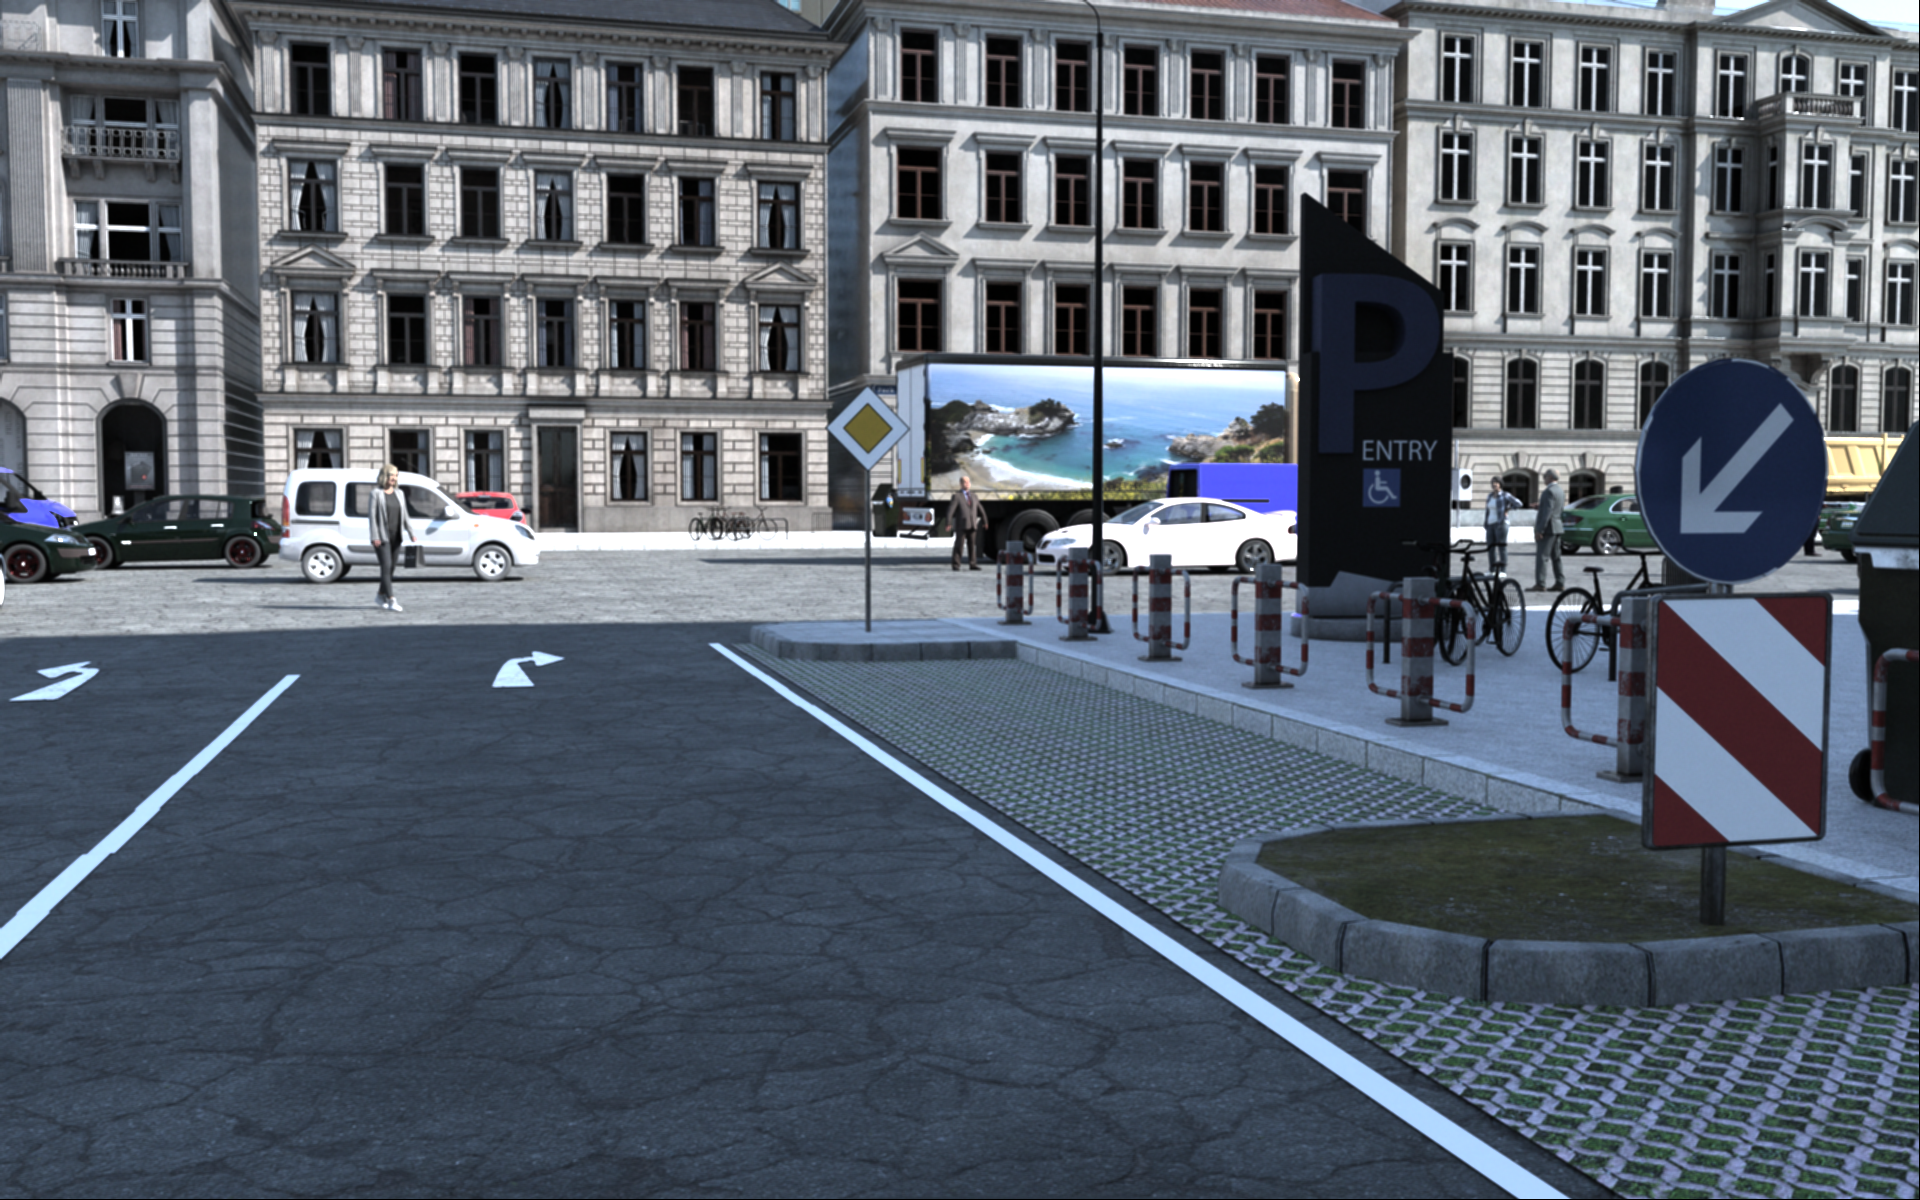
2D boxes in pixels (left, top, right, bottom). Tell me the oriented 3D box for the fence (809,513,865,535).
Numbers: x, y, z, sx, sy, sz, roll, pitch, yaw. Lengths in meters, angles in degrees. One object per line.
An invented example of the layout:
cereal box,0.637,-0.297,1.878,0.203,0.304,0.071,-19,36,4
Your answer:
fence,-3.887,-2.434,55.169,2.069,0.683,0.278,2,4,31

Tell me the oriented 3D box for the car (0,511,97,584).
car,-16.315,-1.114,27.995,4.222,1.686,2.009,-1,4,-16

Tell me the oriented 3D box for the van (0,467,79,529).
van,-21.150,-1.927,35.885,5.245,2.365,2.240,-1,4,-14

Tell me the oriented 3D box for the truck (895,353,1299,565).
truck,4.364,-2.942,37.015,11.283,4.237,2.839,-1,4,-16

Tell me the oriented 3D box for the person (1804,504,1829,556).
person,19.836,-1.891,40.131,0.504,1.737,0.576,0,4,2

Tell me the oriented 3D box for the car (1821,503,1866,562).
car,20.564,-1.504,36.388,4.920,1.459,2.131,-1,4,-15

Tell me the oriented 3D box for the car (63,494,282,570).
car,-15.293,-1.455,33.570,4.222,1.686,2.009,-1,4,-15

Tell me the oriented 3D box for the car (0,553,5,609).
car,-12.156,-0.458,19.486,2.014,1.417,4.499,-1,4,-16

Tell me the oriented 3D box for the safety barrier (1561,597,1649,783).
safety barrier,3.049,0.397,7.780,0.300,0.817,1.120,-1,4,-15

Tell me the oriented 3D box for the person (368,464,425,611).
person,-7.039,-0.785,21.513,0.728,1.800,0.709,3,5,41

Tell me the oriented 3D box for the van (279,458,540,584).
van,-9.073,-1.326,28.697,4.112,2.044,2.013,-1,4,-14

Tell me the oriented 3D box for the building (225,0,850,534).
building,-14.322,-11.975,60.422,19.286,19.102,10.561,-1,4,-15

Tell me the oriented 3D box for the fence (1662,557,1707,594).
fence,7.255,-0.117,17.288,0.278,0.683,2.069,2,4,35

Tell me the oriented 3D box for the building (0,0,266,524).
building,-35.419,-13.061,55.347,24.055,21.916,13.314,-1,4,-15

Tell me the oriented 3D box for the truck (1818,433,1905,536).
truck,23.563,-3.232,48.775,9.791,3.379,3.469,-1,4,-15

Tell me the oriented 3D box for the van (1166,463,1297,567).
van,6.826,-1.878,35.096,5.245,2.365,2.240,-1,4,-15

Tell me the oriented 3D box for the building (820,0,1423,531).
building,5.074,-14.060,66.033,21.152,22.565,11.583,-1,4,-15

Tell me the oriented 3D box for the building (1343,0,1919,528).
building,31.723,-15.617,74.424,34.723,24.649,14.460,-1,4,-15

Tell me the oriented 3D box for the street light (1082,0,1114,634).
street light,0.748,-2.643,15.760,1.470,5.913,1.316,-1,4,-15

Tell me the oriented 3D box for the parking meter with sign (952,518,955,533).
parking meter with sign,-0.044,-3.764,57.805,0.543,3.016,1.738,-2,4,-34

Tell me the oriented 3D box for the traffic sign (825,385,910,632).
traffic sign,-0.859,-0.761,16.084,0.795,2.450,0.064,-1,4,-15

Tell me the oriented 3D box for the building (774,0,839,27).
building,-9.969,-31.622,140.722,21.300,48.544,21.600,-1,4,-15

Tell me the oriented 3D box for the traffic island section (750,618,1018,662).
traffic island section,-0.838,0.374,16.167,2.009,0.180,2.903,-1,4,-15

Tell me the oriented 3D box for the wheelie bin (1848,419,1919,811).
wheelie bin,4.057,0.057,6.970,0.693,1.594,0.980,-1,4,-19

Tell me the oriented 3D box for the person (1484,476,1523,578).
person,9.262,-1.259,29.801,0.376,1.734,0.841,-1,4,-20

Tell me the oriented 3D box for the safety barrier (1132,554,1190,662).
safety barrier,1.542,0.057,13.339,0.300,0.817,1.120,-1,4,-15

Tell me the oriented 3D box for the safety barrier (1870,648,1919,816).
safety barrier,3.551,0.512,5.911,0.300,0.817,1.120,-1,4,-15

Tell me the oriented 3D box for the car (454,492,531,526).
car,-10.737,-1.833,39.005,2.155,1.783,4.494,-1,4,-16

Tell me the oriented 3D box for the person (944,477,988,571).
person,0.141,-1.431,32.457,0.990,1.755,0.434,-2,4,-31

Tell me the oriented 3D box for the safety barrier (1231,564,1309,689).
safety barrier,2.043,0.171,11.480,0.300,0.817,1.120,-1,4,-15

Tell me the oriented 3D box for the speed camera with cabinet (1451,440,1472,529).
speed camera with cabinet,17.603,-4.174,62.583,2.038,3.252,0.660,-2,4,-34

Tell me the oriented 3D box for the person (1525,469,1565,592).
person,8.613,-1.030,25.519,0.590,1.801,0.661,3,4,39

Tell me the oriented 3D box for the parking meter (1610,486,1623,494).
parking meter,20.420,-2.784,53.930,0.372,1.533,0.369,0,3,0

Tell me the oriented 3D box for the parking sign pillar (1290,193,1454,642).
parking sign pillar,3.727,-1.657,15.561,1.447,3.967,1.447,0,4,-5

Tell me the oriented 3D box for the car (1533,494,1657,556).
car,16.148,-1.803,41.285,4.920,1.459,2.131,-1,4,-13

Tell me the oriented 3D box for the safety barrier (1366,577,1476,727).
safety barrier,2.546,0.284,9.630,0.300,0.817,1.120,-1,4,-15

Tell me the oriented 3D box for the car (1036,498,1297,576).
car,3.748,-1.163,31.376,4.827,1.381,2.083,-1,4,-14

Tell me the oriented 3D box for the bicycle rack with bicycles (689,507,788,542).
bicycle rack with bicycles,-6.245,-2.116,47.986,2.925,0.926,2.852,-3,5,-42

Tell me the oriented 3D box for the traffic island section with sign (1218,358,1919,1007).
traffic island section with sign,1.963,0.173,5.796,1.989,1.847,2.006,-1,4,-15

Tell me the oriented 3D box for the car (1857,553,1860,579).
car,15.187,-0.943,25.201,4.222,1.686,2.009,-1,4,-16

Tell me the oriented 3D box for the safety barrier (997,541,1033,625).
safety barrier,0.537,-0.169,17.038,0.300,0.817,1.120,-1,4,-15

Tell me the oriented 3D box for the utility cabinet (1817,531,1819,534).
utility cabinet,27.359,-2.710,55.478,1.020,1.237,0.306,0,4,-5

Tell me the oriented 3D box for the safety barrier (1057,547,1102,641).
safety barrier,1.038,-0.056,15.188,0.300,0.817,1.120,-1,4,-15

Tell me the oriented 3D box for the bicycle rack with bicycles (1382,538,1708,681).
bicycle rack with bicycles,4.272,0.018,13.087,2.925,0.926,2.852,-3,5,-44
